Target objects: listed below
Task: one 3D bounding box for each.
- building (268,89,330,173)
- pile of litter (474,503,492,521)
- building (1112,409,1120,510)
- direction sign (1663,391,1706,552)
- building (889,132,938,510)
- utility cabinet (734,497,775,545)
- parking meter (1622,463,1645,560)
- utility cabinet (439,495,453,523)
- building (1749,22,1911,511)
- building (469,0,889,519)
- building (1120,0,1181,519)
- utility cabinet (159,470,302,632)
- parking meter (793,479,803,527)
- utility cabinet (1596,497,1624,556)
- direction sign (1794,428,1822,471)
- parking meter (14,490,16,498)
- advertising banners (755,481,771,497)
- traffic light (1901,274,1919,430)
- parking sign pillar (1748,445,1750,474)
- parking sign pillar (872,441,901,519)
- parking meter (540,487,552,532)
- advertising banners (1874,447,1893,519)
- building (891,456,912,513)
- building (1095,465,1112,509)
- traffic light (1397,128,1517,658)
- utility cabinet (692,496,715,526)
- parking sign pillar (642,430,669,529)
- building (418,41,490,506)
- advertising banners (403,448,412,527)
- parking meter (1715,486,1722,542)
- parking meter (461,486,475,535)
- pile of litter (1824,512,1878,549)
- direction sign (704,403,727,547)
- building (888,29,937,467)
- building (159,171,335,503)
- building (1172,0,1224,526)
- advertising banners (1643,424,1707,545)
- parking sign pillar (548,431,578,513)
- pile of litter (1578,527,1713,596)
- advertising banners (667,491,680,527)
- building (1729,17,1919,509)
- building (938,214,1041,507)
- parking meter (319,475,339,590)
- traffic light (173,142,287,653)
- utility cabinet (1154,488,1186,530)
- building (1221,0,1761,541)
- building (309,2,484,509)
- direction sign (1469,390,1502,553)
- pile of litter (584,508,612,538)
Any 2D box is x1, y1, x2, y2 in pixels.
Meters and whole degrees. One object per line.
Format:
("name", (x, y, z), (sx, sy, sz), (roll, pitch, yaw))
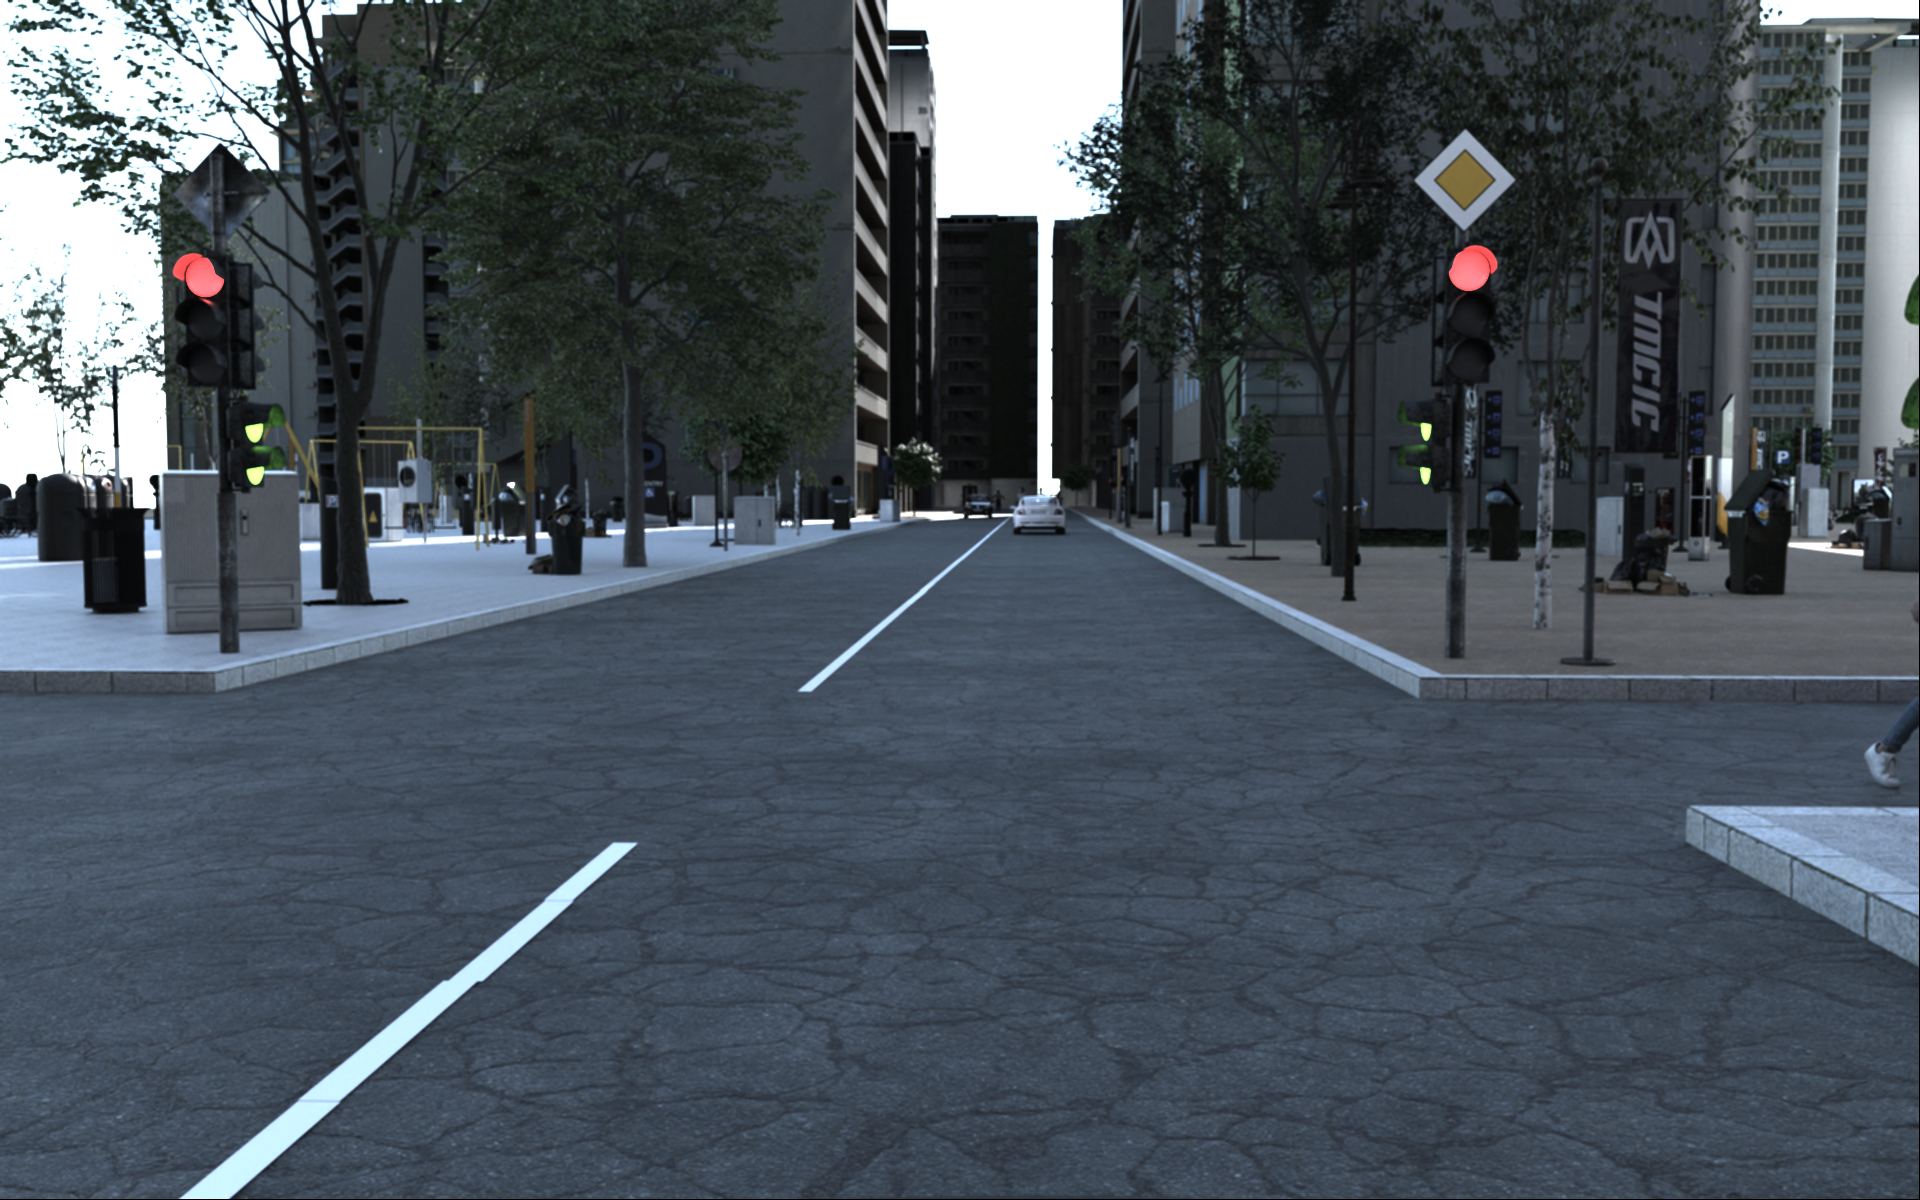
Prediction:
("building", (-58.805, -32.600, 187.636), (28.867, 44.769, 22.147), (0, 4, 3))
("pile of litter", (-22.272, -4.111, 81.182), (1.719, 0.858, 1.176), (2, 4, 30))
("building", (22.938, -49.611, 123.811), (22.319, 86.520, 31.000), (0, 4, 3))
("direction sign", (15.981, -2.831, 38.284), (0.876, 3.537, 0.379), (3, 5, 43))
("building", (-9.412, -22.428, 138.400), (14.160, 30.474, 14.107), (0, 4, 3))
("utility cabinet", (-5.197, -1.997, 43.812), (1.020, 1.237, 0.306), (1, 4, 16))
("parking meter", (12.690, -1.647, 32.635), (0.255, 1.863, 0.399), (0, 4, -1))
("utility cabinet", (-22.639, -3.985, 76.312), (0.306, 1.237, 1.020), (-2, 4, -32))
("building", (58.533, -27.629, 143.621), (23.993, 40.220, 32.217), (0, 4, 3))
("building", (-15.633, -29.113, 99.695), (21.300, 48.544, 21.600), (0, 4, 3))
("building", (20.374, -29.045, 98.593), (21.300, 48.544, 21.600), (0, 4, 3))
("utility cabinet", (-6.800, -0.458, 16.172), (1.173, 1.500, 0.318), (-2, 4, -31))
("parking meter", (-6.372, -3.809, 67.988), (0.255, 1.863, 0.399), (-2, 4, -32))
("utility cabinet", (13.642, -1.513, 35.897), (0.306, 1.237, 1.020), (-1, 4, -21))
("direction sign", (29.124, -4.131, 59.537), (0.379, 3.537, 0.876), (-3, 5, -45))
("parking meter", (-47.181, -4.795, 86.810), (0.372, 1.533, 0.369), (0, 3, 0))
("advertising banners", (-9.649, -5.450, 85.299), (0.090, 3.025, 2.074), (1, 4, 16))
("traffic light", (3.504, -1.014, 5.493), (0.839, 4.253, 0.868), (0, 4, 3))
("parking sign pillar", (35.126, -5.454, 77.646), (1.447, 3.967, 1.447), (0, 4, -4))
("parking sign pillar", (-3.773, -6.134, 88.755), (1.447, 3.967, 1.447), (1, 4, 21))
("parking meter", (-13.916, -3.047, 58.227), (0.372, 1.533, 0.369), (0, 3, 0))
("advertising banners", (34.545, -4.131, 63.724), (0.090, 3.025, 2.074), (-2, 4, -28))
("building", (-13.926, -41.698, 120.014), (20.563, 71.187, 20.611), (0, 4, 3))
("building", (22.519, -43.537, 150.080), (20.563, 71.187, 20.611), (0, 4, 3))
("traffic light", (3.861, -1.501, 13.470), (0.839, 4.253, 0.868), (0, 4, 3))
("utility cabinet", (-10.237, -3.573, 69.572), (1.020, 1.237, 0.306), (-2, 4, -34))
("parking sign pillar", (-11.677, -4.678, 64.962), (1.447, 3.967, 1.447), (-1, 4, -17))
("building", (-28.913, -27.889, 147.869), (23.993, 40.220, 32.217), (0, 4, 3))
("advertising banners", (-20.847, -4.196, 64.788), (0.090, 3.025, 2.074), (0, 4, 6))
("parking meter", (20.400, -2.318, 46.310), (0.372, 1.533, 0.369), (0, 3, 0))
("parking meter", (-15.349, -2.790, 54.035), (0.372, 1.533, 0.369), (0, 3, 0))
("pile of litter", (21.142, -1.613, 40.335), (1.719, 0.858, 1.176), (3, 5, 40))
("direction sign", (-5.949, -3.075, 42.266), (0.379, 3.537, 0.876), (-3, 5, -45))
("building", (-9.155, -28.889, 155.926), (14.086, 41.232, 14.154), (0, 4, 3))
("building", (-62.862, -23.666, 158.644), (14.107, 30.474, 14.160), (0, 4, 3))
("building", (16.885, -26.008, 75.344), (14.600, 45.320, 14.200), (0, 4, 3))
("advertising banners", (17.847, -2.917, 43.880), (0.090, 3.025, 2.074), (-3, 5, -45))
("parking sign pillar", (-17.098, -5.264, 74.534), (1.447, 3.967, 1.447), (2, 4, 32))
("pile of litter", (8.826, -0.514, 22.365), (1.176, 0.858, 1.719), (-1, 4, -22))
("advertising banners", (-11.805, -4.343, 67.200), (2.074, 3.025, 0.090), (1, 4, 21))
("building", (78.276, -28.676, 152.441), (14.086, 41.232, 14.154), (0, 4, 3))
("building", (1.364, -25.062, 181.470), (14.107, 30.474, 14.160), (0, 4, 3))
("parking meter", (-8.446, -0.917, 23.399), (0.372, 1.533, 0.369), (0, 3, 0))
("traffic light", (-5.891, -1.527, 13.889), (0.839, 4.253, 0.868), (0, 4, 3))
("utility cabinet", (7.434, -3.206, 61.099), (1.173, 1.500, 0.318), (-1, 4, -12))
("building", (15.088, -22.620, 53.426), (14.154, 41.232, 14.086), (0, 4, 3))
("building", (-48.751, -30.997, 156.912), (14.200, 45.320, 14.600), (0, 4, 3))
("direction sign", (11.416, -2.817, 38.047), (0.876, 3.537, 0.379), (1, 4, 19))
("pile of litter", (-10.949, -2.296, 51.512), (1.176, 0.858, 1.719), (0, 4, -8))
